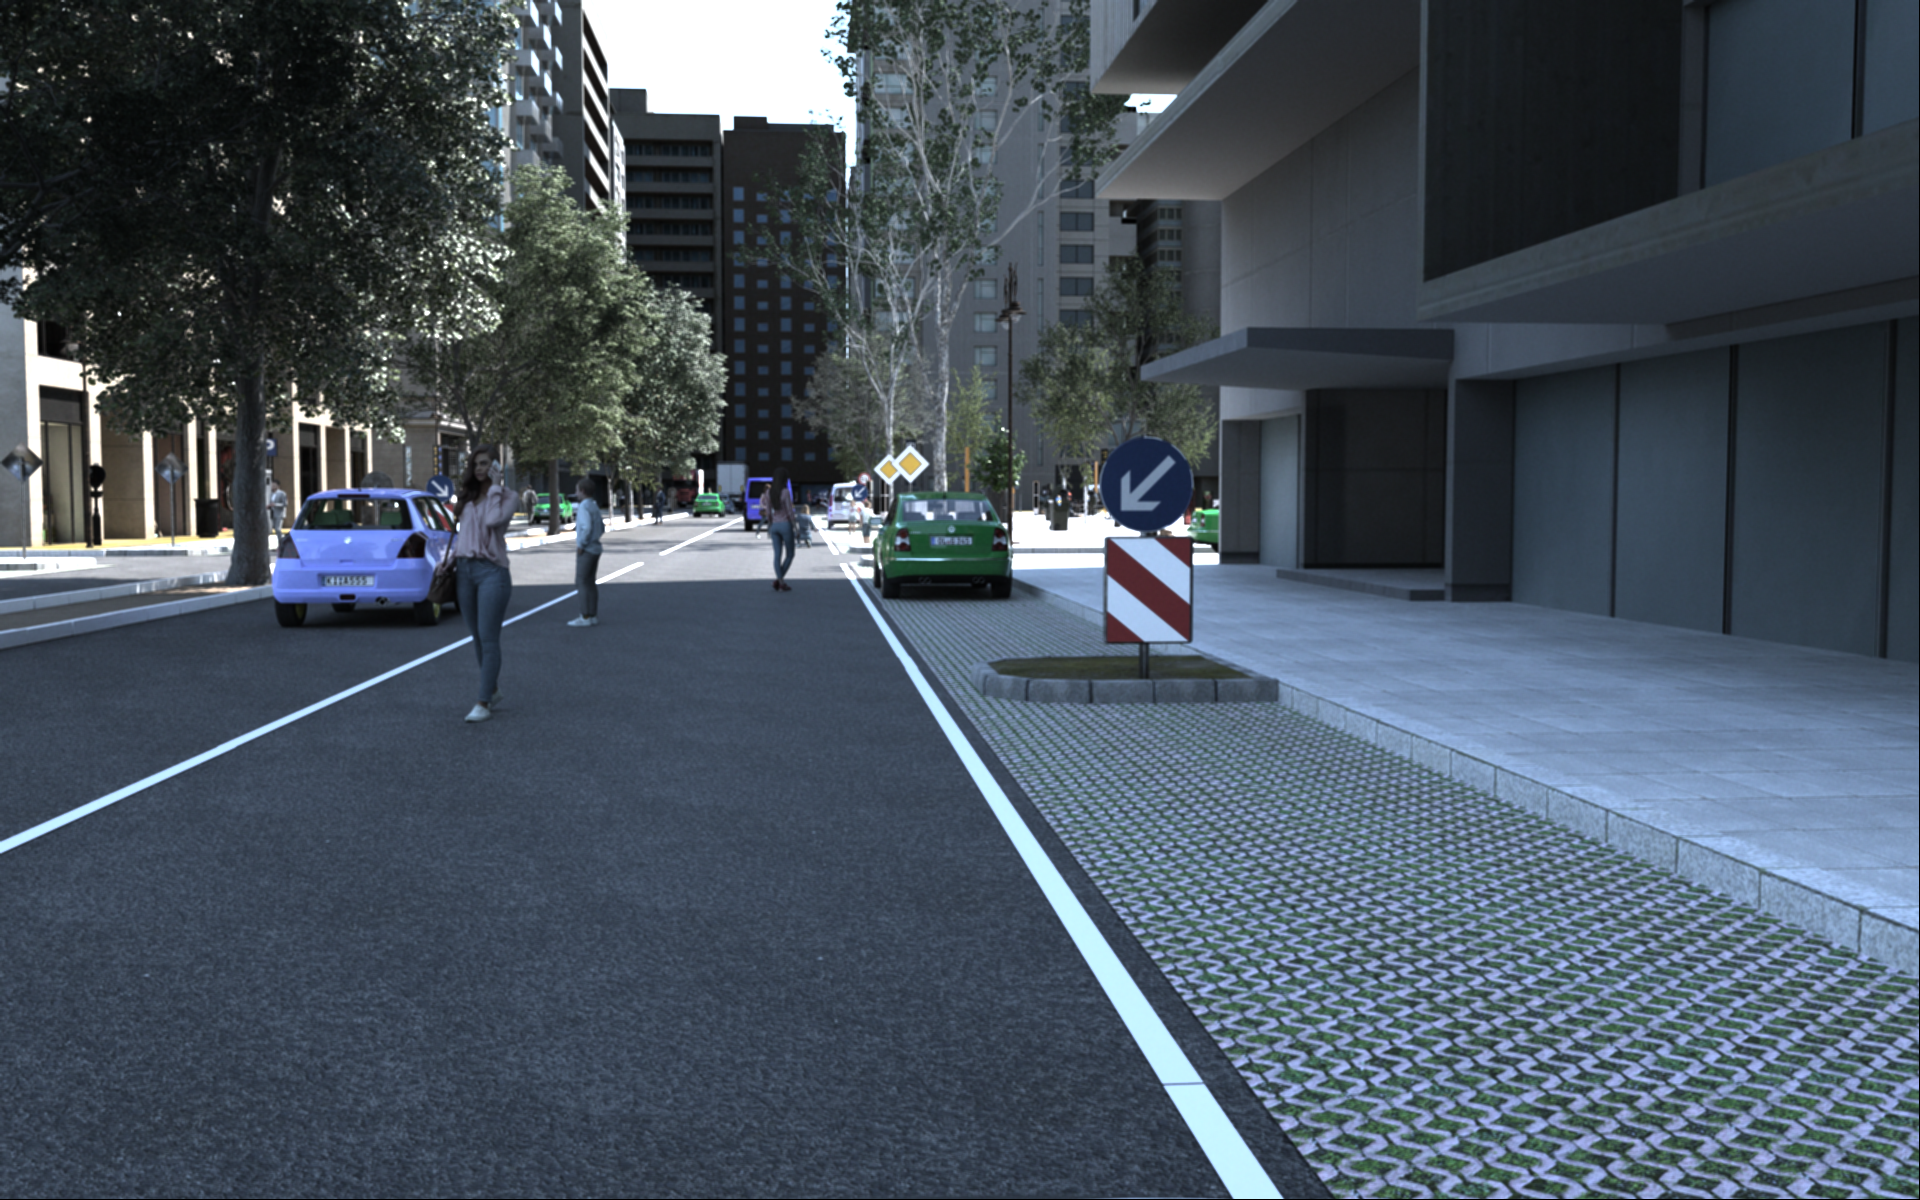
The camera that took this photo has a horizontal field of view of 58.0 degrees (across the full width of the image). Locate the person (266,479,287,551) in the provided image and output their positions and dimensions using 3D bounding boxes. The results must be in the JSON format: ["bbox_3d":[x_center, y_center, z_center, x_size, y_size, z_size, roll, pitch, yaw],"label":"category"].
[{"bbox_3d":[-17.198,-2.126,43.454,0.606,1.804,0.583,2,4,24],"label":"person"}]

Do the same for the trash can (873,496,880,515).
[{"bbox_3d":[-4.895,-5.650,104.027,0.748,1.137,0.748,0,3,0],"label":"trash can"}]

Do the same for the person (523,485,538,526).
[{"bbox_3d":[-19.351,-4.248,78.056,0.679,1.850,0.850,0,4,-3],"label":"person"}]

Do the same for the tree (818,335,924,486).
[{"bbox_3d":[-6.365,-12.511,122.680,7.486,12.596,7.792,0,3,0],"label":"tree"}]

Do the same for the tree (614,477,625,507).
[{"bbox_3d":[-34.695,-11.102,176.116,1.663,3.219,1.824,0,3,0],"label":"tree"}]

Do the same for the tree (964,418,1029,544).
[{"bbox_3d":[0.916,-3.050,44.464,1.663,3.219,1.824,0,3,0],"label":"tree"}]

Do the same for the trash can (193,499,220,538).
[{"bbox_3d":[-22.108,-2.397,50.850,0.748,1.137,0.748,0,3,0],"label":"trash can"}]

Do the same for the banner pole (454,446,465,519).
[{"bbox_3d":[-26.119,-6.145,90.492,0.863,3.779,0.401,2,4,30],"label":"banner pole"}]

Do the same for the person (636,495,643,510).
[{"bbox_3d":[-28.613,-8.924,154.280,0.709,1.838,0.599,1,4,16],"label":"person"}]

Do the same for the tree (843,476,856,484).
[{"bbox_3d":[-10.364,-10.017,158.385,1.663,3.219,1.824,0,3,0],"label":"tree"}]

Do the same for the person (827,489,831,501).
[{"bbox_3d":[-10.556,-8.044,140.028,0.705,1.823,1.348,-1,4,-21],"label":"person"}]

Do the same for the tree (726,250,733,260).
[{"bbox_3d":[-4.824,-14.103,86.478,12.611,20.169,13.585,0,3,0],"label":"tree"}]

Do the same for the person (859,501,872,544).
[{"bbox_3d":[-2.499,-1.993,45.776,0.332,1.250,0.352,1,4,14],"label":"person"}]

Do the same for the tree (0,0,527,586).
[{"bbox_3d":[-11.207,-7.208,26.959,9.857,13.997,8.962,0,3,0],"label":"tree"}]

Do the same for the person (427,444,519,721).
[{"bbox_3d":[-3.058,-0.125,11.138,0.593,1.750,0.643,1,4,22],"label":"person"}]

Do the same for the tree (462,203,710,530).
[{"bbox_3d":[-14.835,-9.088,68.050,9.611,12.733,9.660,0,3,0],"label":"tree"}]

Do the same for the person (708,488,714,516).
[{"bbox_3d":[-16.082,-6.317,111.556,0.659,1.850,0.755,1,4,10],"label":"person"}]

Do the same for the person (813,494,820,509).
[{"bbox_3d":[-12.463,-8.496,150.640,0.697,1.427,0.421,2,4,35],"label":"person"}]

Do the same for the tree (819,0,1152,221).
[{"bbox_3d":[-0.018,-12.065,53.155,12.611,20.169,13.585,0,3,0],"label":"tree"}]

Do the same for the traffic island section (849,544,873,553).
[{"bbox_3d":[-1.729,-1.262,42.919,2.009,0.180,2.903,0,4,-5],"label":"traffic island section"}]

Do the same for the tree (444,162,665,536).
[{"bbox_3d":[-14.062,-8.494,59.456,7.486,12.596,7.792,0,3,0],"label":"tree"}]

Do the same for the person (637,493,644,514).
[{"bbox_3d":[-23.418,-7.257,126.776,0.705,1.869,1.348,-2,4,-24],"label":"person"}]

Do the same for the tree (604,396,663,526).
[{"bbox_3d":[-15.529,-7.587,76.859,4.737,8.622,4.395,0,3,0],"label":"tree"}]

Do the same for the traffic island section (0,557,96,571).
[{"bbox_3d":[-18.047,-0.678,33.373,2.009,0.180,2.903,0,4,-5],"label":"traffic island section"}]

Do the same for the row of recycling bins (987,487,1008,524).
[{"bbox_3d":[1.676,-4.262,76.801,1.069,1.692,3.534,0,4,0],"label":"row of recycling bins"}]

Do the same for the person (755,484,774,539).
[{"bbox_3d":[-6.289,-2.861,55.861,0.643,1.750,0.593,3,5,40],"label":"person"}]

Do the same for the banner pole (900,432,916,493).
[{"bbox_3d":[-2.128,-4.874,69.699,0.863,3.779,0.401,-1,4,-20],"label":"banner pole"}]

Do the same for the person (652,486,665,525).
[{"bbox_3d":[-14.103,-4.434,81.174,0.721,1.800,0.419,3,5,43],"label":"person"}]

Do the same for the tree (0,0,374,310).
[{"bbox_3d":[-10.000,-4.941,17.658,8.767,10.594,7.601,0,4,-5],"label":"tree"}]

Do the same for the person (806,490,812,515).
[{"bbox_3d":[-10.472,-6.842,121.083,0.721,1.743,1.217,0,4,2],"label":"person"}]

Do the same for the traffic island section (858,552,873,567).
[{"bbox_3d":[-0.980,-0.776,34.969,2.009,0.180,2.903,0,4,-5],"label":"traffic island section"}]

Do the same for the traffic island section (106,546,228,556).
[{"bbox_3d":[-18.796,-1.165,41.323,2.009,0.180,2.903,0,4,-5],"label":"traffic island section"}]

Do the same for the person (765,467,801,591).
[{"bbox_3d":[-2.610,-1.046,25.610,0.555,1.821,0.388,1,4,21],"label":"person"}]

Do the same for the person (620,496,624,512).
[{"bbox_3d":[-26.362,-7.596,135.887,0.628,1.438,0.799,0,4,1],"label":"person"}]

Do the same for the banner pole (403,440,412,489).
[{"bbox_3d":[-25.544,-5.505,80.028,0.863,3.779,0.401,3,5,43],"label":"banner pole"}]

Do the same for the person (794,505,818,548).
[{"bbox_3d":[-4.298,-1.989,46.511,1.012,1.151,0.738,-1,4,-10],"label":"person"}]

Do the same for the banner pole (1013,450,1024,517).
[{"bbox_3d":[3.267,-6.576,97.529,0.401,3.779,0.863,3,4,38],"label":"banner pole"}]

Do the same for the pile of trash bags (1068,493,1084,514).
[{"bbox_3d":[7.544,-6.452,115.235,1.912,1.369,3.447,-1,4,-13],"label":"pile of trash bags"}]

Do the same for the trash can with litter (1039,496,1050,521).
[{"bbox_3d":[4.446,-4.315,81.932,0.624,1.170,1.055,-3,5,-41],"label":"trash can with litter"}]

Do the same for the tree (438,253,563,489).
[{"bbox_3d":[-13.712,-6.035,51.491,4.360,8.622,3.978,0,3,0],"label":"tree"}]

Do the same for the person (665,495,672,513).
[{"bbox_3d":[-22.179,-7.502,131.873,0.721,1.735,1.217,2,4,26],"label":"person"}]

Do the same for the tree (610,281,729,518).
[{"bbox_3d":[-18.308,-11.928,104.141,9.857,13.997,8.962,0,3,0],"label":"tree"}]

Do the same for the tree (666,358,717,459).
[{"bbox_3d":[-15.929,-8.941,83.047,8.767,10.594,7.601,0,4,-5],"label":"tree"}]

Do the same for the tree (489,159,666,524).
[{"bbox_3d":[-12.484,-6.615,45.018,8.767,10.594,7.601,0,4,-5],"label":"tree"}]

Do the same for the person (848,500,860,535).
[{"bbox_3d":[-3.642,-2.837,59.906,0.505,1.210,0.382,1,4,17],"label":"person"}]

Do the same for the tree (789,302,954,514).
[{"bbox_3d":[-5.798,-12.263,110.866,12.009,13.543,11.850,0,3,0],"label":"tree"}]

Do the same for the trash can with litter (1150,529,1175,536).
[{"bbox_3d":[5.647,-2.317,49.264,1.055,1.170,0.624,3,5,39],"label":"trash can with litter"}]

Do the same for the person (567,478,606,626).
[{"bbox_3d":[-4.094,-0.533,19.023,0.330,1.601,0.589,1,4,16],"label":"person"}]

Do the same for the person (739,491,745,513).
[{"bbox_3d":[-16.706,-7.533,133.135,0.593,1.643,0.415,-1,4,-13],"label":"person"}]
